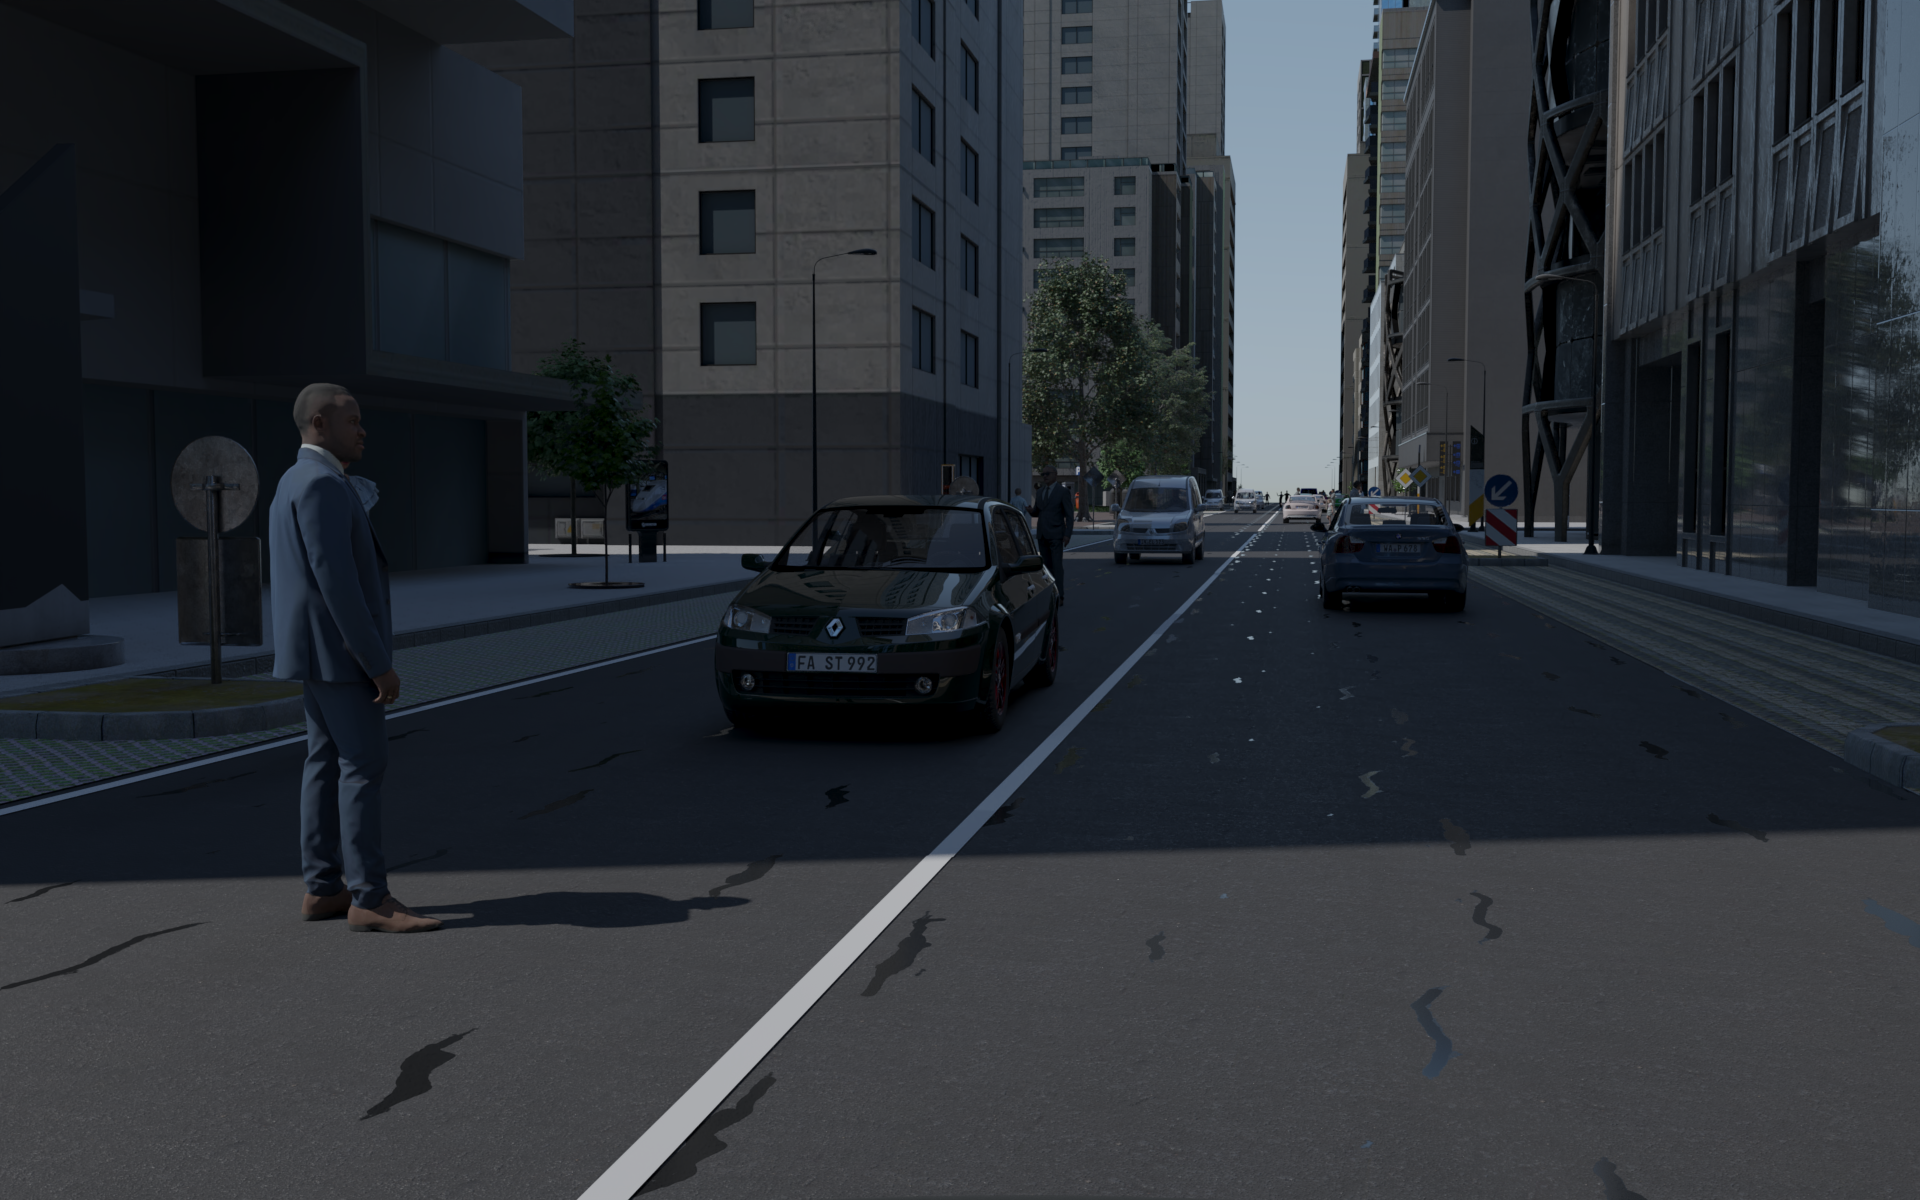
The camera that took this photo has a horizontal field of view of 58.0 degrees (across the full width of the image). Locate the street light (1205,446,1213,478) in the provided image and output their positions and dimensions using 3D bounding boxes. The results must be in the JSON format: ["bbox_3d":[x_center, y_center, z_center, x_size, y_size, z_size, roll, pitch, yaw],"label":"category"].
[{"bbox_3d":[23.905,-11.968,168.209,1.470,5.913,1.316,1,4,11],"label":"street light"}]

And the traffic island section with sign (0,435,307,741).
[{"bbox_3d":[-5.071,-0.143,10.966,1.989,1.847,2.006,1,4,11],"label":"traffic island section with sign"}]

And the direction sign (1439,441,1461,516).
[{"bbox_3d":[20.991,-5.030,74.242,0.876,3.537,0.379,0,4,7],"label":"direction sign"}]

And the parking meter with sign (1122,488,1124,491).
[{"bbox_3d":[13.093,-8.845,140.882,1.738,3.016,0.543,0,4,-6],"label":"parking meter with sign"}]

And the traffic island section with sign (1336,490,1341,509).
[{"bbox_3d":[26.479,-6.592,116.401,1.989,1.847,2.006,1,4,11],"label":"traffic island section with sign"}]

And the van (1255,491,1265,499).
[{"bbox_3d":[35.811,-12.358,209.062,2.013,2.044,4.112,1,4,12],"label":"van"}]

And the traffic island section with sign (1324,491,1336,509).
[{"bbox_3d":[41.128,-11.225,192.159,1.989,1.847,2.006,1,4,11],"label":"traffic island section with sign"}]

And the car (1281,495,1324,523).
[{"bbox_3d":[16.947,-4.487,85.725,2.083,1.381,4.827,1,4,12],"label":"car"}]

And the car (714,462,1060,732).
[{"bbox_3d":[-0.360,-0.122,11.787,2.009,1.686,4.222,1,4,10],"label":"car"}]

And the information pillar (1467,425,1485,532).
[{"bbox_3d":[17.384,-4.094,58.299,0.504,3.616,0.183,1,4,21],"label":"information pillar"}]

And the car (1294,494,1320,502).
[{"bbox_3d":[22.965,-6.360,115.787,2.131,1.459,4.920,1,4,11],"label":"car"}]

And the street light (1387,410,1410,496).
[{"bbox_3d":[24.327,-7.529,95.642,1.470,5.913,1.316,1,4,11],"label":"street light"}]

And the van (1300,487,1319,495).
[{"bbox_3d":[35.611,-10.558,177.007,2.240,2.365,5.245,1,4,10],"label":"van"}]

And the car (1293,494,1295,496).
[{"bbox_3d":[36.122,-10.723,184.113,1.959,1.807,4.718,1,4,10],"label":"car"}]

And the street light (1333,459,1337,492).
[{"bbox_3d":[47.629,-14.887,215.941,1.470,5.913,1.316,1,4,11],"label":"street light"}]

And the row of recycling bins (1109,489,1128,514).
[{"bbox_3d":[11.343,-6.430,112.238,3.534,1.692,1.069,2,4,26],"label":"row of recycling bins"}]

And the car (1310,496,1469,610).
[{"bbox_3d":[5.634,-0.659,22.784,2.014,1.417,4.499,1,4,11],"label":"car"}]

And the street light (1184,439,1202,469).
[{"bbox_3d":[19.384,-10.554,145.095,1.470,5.913,1.316,1,4,11],"label":"street light"}]

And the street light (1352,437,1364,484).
[{"bbox_3d":[34.395,-10.703,147.538,1.470,5.913,1.316,1,4,11],"label":"street light"}]

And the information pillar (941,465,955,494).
[{"bbox_3d":[-0.291,-2.370,43.246,0.304,2.012,0.304,0,4,8],"label":"information pillar"}]

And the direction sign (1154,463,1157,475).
[{"bbox_3d":[13.067,-7.580,115.928,0.379,3.537,0.876,1,4,16],"label":"direction sign"}]

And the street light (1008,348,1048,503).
[{"bbox_3d":[2.112,-5.072,55.472,1.470,5.913,1.316,1,4,11],"label":"street light"}]

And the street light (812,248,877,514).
[{"bbox_3d":[-2.254,-3.698,33.007,1.470,5.913,1.316,1,4,11],"label":"street light"}]

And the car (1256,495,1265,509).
[{"bbox_3d":[28.373,-9.453,166.924,2.083,1.381,4.827,1,4,10],"label":"car"}]

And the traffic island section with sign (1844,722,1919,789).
[{"bbox_3d":[5.647,-0.001,8.652,1.989,1.847,2.006,1,4,11],"label":"traffic island section with sign"}]

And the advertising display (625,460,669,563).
[{"bbox_3d":[-5.856,-1.665,32.434,0.123,1.923,0.974,3,4,38],"label":"advertising display"}]

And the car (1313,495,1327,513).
[{"bbox_3d":[27.327,-7.414,133.582,2.083,1.381,4.827,1,4,9],"label":"car"}]

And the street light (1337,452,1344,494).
[{"bbox_3d":[43.004,-13.453,192.492,1.470,5.913,1.316,1,4,11],"label":"street light"}]

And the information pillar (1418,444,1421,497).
[{"bbox_3d":[21.580,-5.509,81.420,0.183,3.616,0.504,1,4,18],"label":"information pillar"}]

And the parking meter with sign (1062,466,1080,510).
[{"bbox_3d":[6.771,-6.880,108.744,1.738,3.016,0.543,-2,4,-30],"label":"parking meter with sign"}]

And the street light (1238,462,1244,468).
[{"bbox_3d":[43.922,-18.289,271.557,1.470,5.913,1.316,1,4,11],"label":"street light"}]

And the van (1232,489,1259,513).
[{"bbox_3d":[21.770,-7.645,132.003,2.013,2.044,4.112,1,4,11],"label":"van"}]

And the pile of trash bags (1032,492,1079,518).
[{"bbox_3d":[5.492,-5.141,93.800,1.912,1.369,3.447,-3,5,-45],"label":"pile of trash bags"}]

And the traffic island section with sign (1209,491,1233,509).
[{"bbox_3d":[24.925,-9.635,166.165,1.989,1.847,2.006,1,4,11],"label":"traffic island section with sign"}]

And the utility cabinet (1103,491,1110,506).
[{"bbox_3d":[11.958,-8.002,139.507,0.318,1.500,1.173,3,4,39],"label":"utility cabinet"}]

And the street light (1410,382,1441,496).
[{"bbox_3d":[19.636,-6.081,71.965,1.470,5.913,1.316,1,4,11],"label":"street light"}]

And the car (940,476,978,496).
[{"bbox_3d":[-0.356,-0.573,19.162,2.009,1.686,4.222,1,4,13],"label":"car"}]

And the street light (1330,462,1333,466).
[{"bbox_3d":[49.961,-15.693,229.113,1.470,5.913,1.316,1,4,11],"label":"street light"}]

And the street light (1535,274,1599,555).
[{"bbox_3d":[12.863,-3.923,36.683,1.470,5.913,1.316,1,4,11],"label":"street light"}]

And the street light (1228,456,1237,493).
[{"bbox_3d":[35.197,-15.524,226.354,1.470,5.913,1.316,1,4,11],"label":"street light"}]

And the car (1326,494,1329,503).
[{"bbox_3d":[53.500,-14.993,254.914,2.009,1.686,4.222,1,4,11],"label":"car"}]

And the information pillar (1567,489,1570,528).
[{"bbox_3d":[22.908,-3.741,65.662,0.304,2.012,0.304,-3,5,-40],"label":"information pillar"}]

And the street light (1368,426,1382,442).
[{"bbox_3d":[28.667,-8.905,118.132,1.470,5.913,1.316,1,4,11],"label":"street light"}]

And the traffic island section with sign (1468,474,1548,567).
[{"bbox_3d":[10.765,-1.620,35.119,1.989,1.847,2.006,1,4,11],"label":"traffic island section with sign"}]

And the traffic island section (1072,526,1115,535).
[{"bbox_3d":[4.729,-2.410,61.686,2.009,0.180,2.903,1,4,11],"label":"traffic island section"}]

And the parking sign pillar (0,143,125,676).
[{"bbox_3d":[-7.019,-1.487,12.779,1.447,3.967,1.447,0,4,2],"label":"parking sign pillar"}]

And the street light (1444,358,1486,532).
[{"bbox_3d":[17.315,-5.296,59.132,1.470,5.913,1.316,1,4,11],"label":"street light"}]

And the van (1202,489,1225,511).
[{"bbox_3d":[21.791,-8.670,148.765,2.013,2.044,4.112,1,4,10],"label":"van"}]

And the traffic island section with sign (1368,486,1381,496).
[{"bbox_3d":[21.376,-4.973,89.931,1.989,1.847,2.006,1,4,11],"label":"traffic island section with sign"}]

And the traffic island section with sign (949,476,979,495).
[{"bbox_3d":[0.046,-1.762,37.433,1.989,1.847,2.006,1,4,11],"label":"traffic island section with sign"}]

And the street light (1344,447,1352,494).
[{"bbox_3d":[38.758,-12.077,170.004,1.470,5.913,1.316,1,4,11],"label":"street light"}]

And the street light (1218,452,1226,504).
[{"bbox_3d":[28.239,-13.342,190.680,1.470,5.913,1.316,1,4,11],"label":"street light"}]

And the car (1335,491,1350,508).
[{"bbox_3d":[34.223,-8.976,155.550,1.959,1.807,4.718,1,4,11],"label":"car"}]
